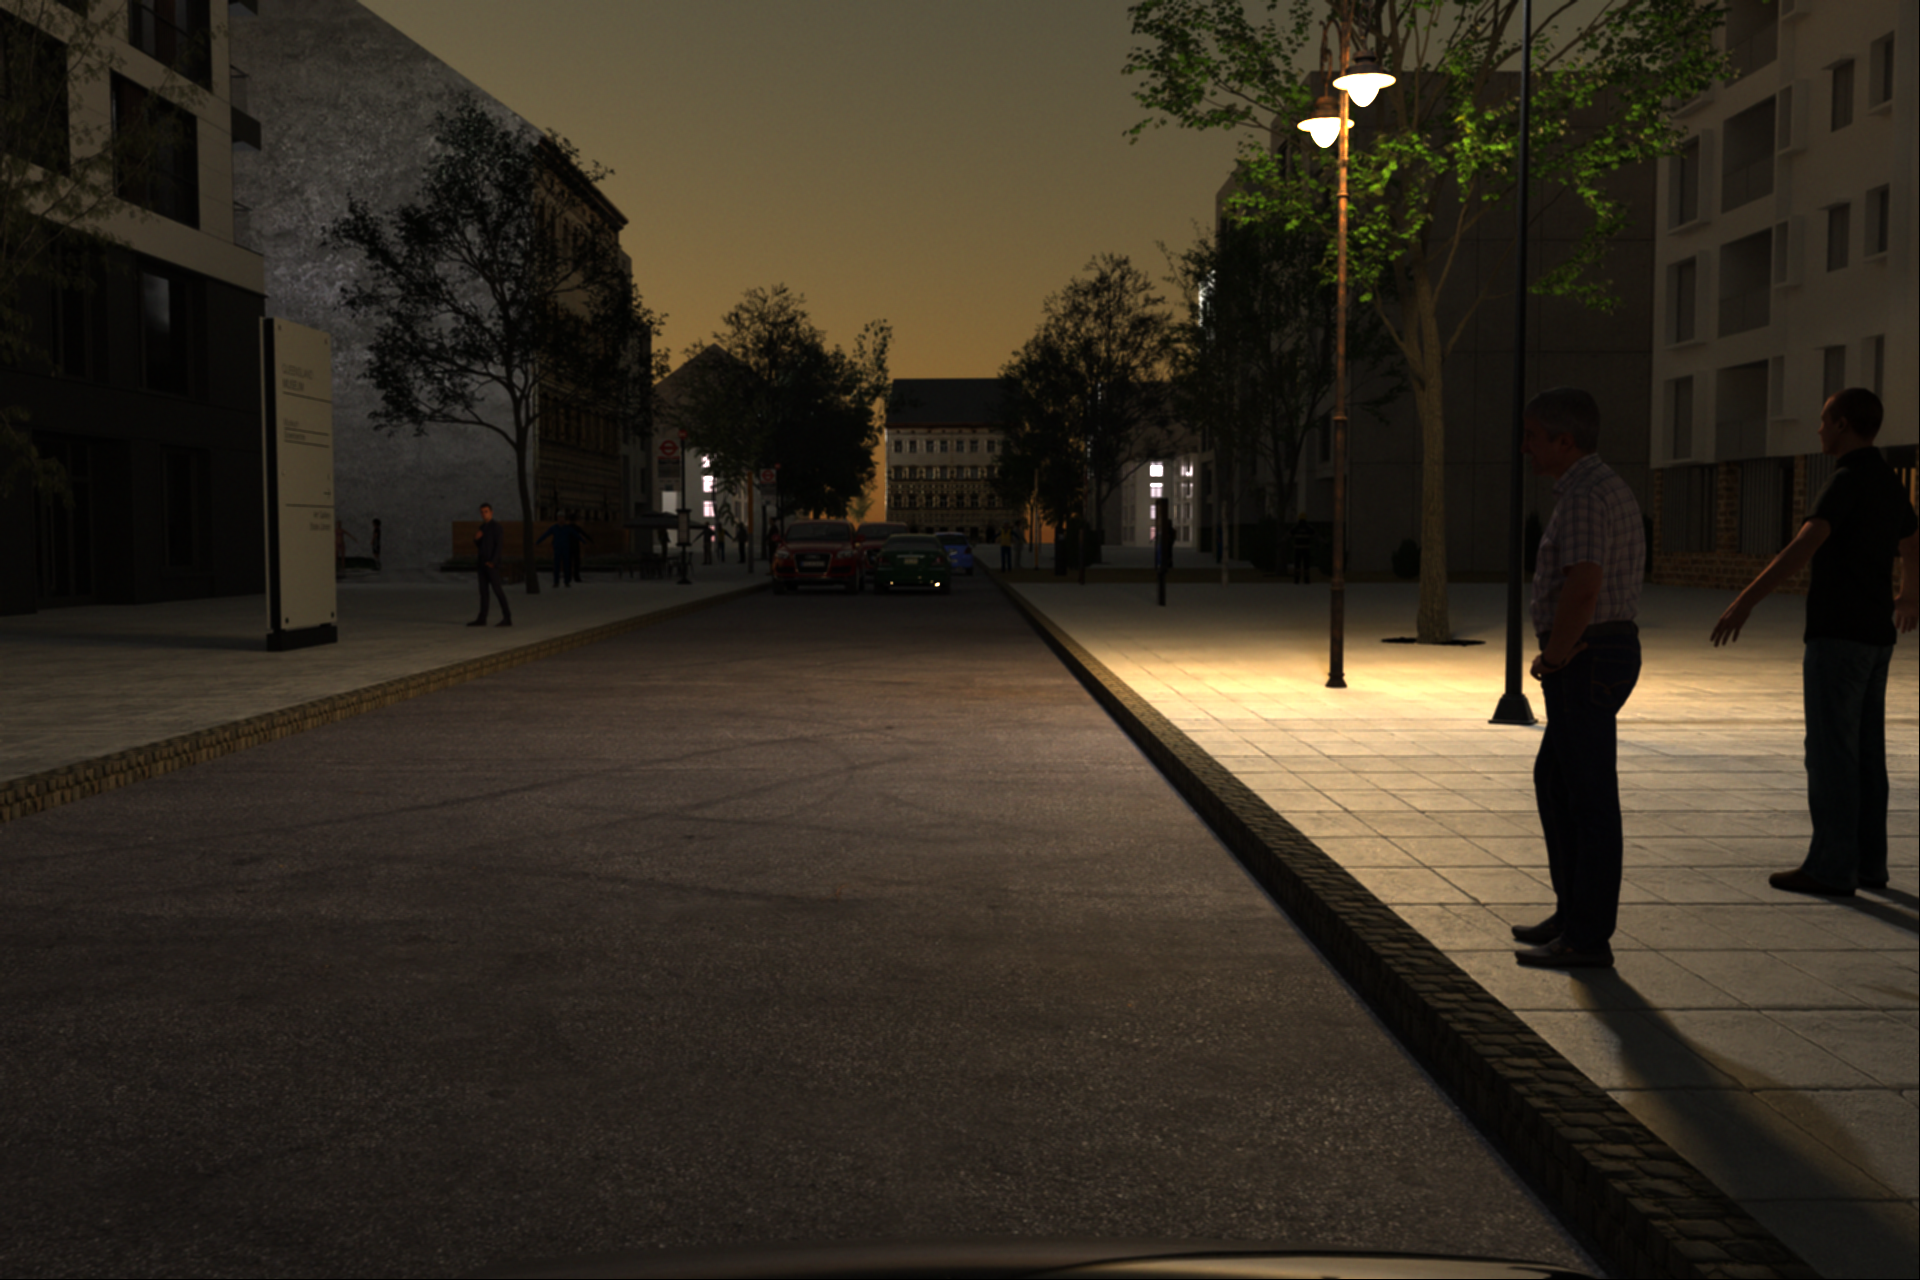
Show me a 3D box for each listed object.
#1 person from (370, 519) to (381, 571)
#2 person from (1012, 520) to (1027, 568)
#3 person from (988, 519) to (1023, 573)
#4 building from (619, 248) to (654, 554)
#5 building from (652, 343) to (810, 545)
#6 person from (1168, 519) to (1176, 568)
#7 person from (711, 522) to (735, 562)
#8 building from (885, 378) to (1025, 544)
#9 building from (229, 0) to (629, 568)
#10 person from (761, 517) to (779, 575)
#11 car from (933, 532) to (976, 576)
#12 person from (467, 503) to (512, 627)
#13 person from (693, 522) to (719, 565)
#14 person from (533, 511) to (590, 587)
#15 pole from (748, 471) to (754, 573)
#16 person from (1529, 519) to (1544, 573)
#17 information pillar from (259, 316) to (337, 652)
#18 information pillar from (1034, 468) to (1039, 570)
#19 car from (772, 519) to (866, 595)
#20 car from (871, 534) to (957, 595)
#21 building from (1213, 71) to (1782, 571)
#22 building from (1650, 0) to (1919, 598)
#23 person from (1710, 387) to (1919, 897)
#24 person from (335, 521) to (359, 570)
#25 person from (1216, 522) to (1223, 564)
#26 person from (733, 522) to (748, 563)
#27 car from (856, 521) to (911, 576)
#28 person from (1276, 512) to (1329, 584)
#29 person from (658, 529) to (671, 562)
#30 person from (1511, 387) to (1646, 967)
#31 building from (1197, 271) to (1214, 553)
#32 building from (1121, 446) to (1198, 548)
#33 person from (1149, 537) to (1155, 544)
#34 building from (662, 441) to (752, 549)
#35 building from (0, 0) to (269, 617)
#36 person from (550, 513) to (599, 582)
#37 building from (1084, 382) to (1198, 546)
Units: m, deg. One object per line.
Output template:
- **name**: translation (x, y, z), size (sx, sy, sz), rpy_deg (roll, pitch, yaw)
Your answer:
- **person**: translation (-20.538, -3.347, 60.872), size (0.704, 1.843, 1.345), rpy_deg (-1, 4, -14)
- **person**: translation (2.215, -3.629, 65.517), size (0.705, 1.806, 1.347), rpy_deg (1, 4, 22)
- **person**: translation (1.505, -3.109, 57.294), size (1.216, 1.772, 0.721), rpy_deg (1, 4, 22)
- **building**: translation (-29.300, -14.463, 102.928), size (16.747, 18.905, 31.486), rpy_deg (0, 4, -1)
- **building**: translation (-28.227, -23.098, 208.579), size (19.493, 23.208, 18.063), rpy_deg (0, 4, 0)
- **person**: translation (7.903, -3.666, 65.714), size (0.705, 1.856, 1.354), rpy_deg (2, 4, 28)
- **person**: translation (-10.895, -4.451, 78.737), size (1.349, 1.833, 0.705), rpy_deg (-1, 4, -14)
- **building**: translation (-0.322, -25.043, 242.838), size (18.063, 23.208, 19.493), rpy_deg (0, 4, 5)
- **building**: translation (-25.552, -14.896, 74.473), size (19.493, 23.208, 18.063), rpy_deg (0, 4, -1)
- **person**: translation (-5.853, -2.920, 53.874), size (0.704, 1.812, 1.346), rpy_deg (-2, 4, -26)
- **car**: translation (-0.396, -3.143, 60.973), size (1.945, 1.707, 3.694), rpy_deg (0, 4, -1)
- **person**: translation (-6.541, -1.044, 24.037), size (0.530, 1.710, 0.541), rpy_deg (-3, 4, -37)
- **person**: translation (-10.545, -4.032, 72.202), size (1.348, 1.796, 0.705), rpy_deg (2, 4, 31)
- **person**: translation (-9.641, -2.202, 41.886), size (1.347, 1.842, 0.705), rpy_deg (-1, 4, -11)
- **pole**: translation (-6.827, -3.832, 56.490), size (0.158, 3.312, 0.155), rpy_deg (0, 3, 0)
- **person**: translation (19.140, -3.162, 57.556), size (1.347, 1.847, 0.705), rpy_deg (-1, 4, -16)
- **information pillar**: translation (-7.462, -1.729, 19.580), size (0.184, 3.620, 1.656), rpy_deg (0, 4, 0)
- **information pillar**: translation (2.731, -4.317, 61.931), size (0.183, 3.616, 0.504), rpy_deg (0, 4, -1)
- **car**: translation (-3.427, -2.079, 42.662), size (2.281, 1.827, 5.304), rpy_deg (0, 4, 0)
- **car**: translation (-1.131, -1.868, 42.338), size (2.131, 1.459, 4.920), rpy_deg (0, 3, 0)
- **building**: translation (21.716, -12.754, 74.981), size (16.747, 18.905, 31.486), rpy_deg (0, 4, 0)
- **building**: translation (22.443, -11.309, 41.322), size (16.016, 20.090, 11.380), rpy_deg (0, 4, -1)
- **person**: translation (3.175, -0.002, 6.250), size (1.348, 1.803, 0.705), rpy_deg (-3, 4, -37)
- **person**: translation (-20.794, -3.135, 58.067), size (1.217, 1.733, 0.721), rpy_deg (-2, 4, -24)
- **person**: translation (11.121, -4.151, 73.992), size (0.704, 1.817, 1.347), rpy_deg (1, 4, 17)
- **person**: translation (-9.654, -4.300, 76.436), size (0.705, 1.813, 1.348), rpy_deg (-2, 4, -33)
- **car**: translation (-2.326, -2.680, 52.488), size (2.281, 1.827, 5.304), rpy_deg (0, 4, -1)
- **person**: translation (8.839, -2.382, 44.711), size (1.351, 1.858, 0.704), rpy_deg (1, 4, 15)
- **person**: translation (-12.899, -4.279, 75.731), size (0.705, 1.858, 1.354), rpy_deg (0, 4, 2)
- **person**: translation (1.791, 0.112, 5.145), size (0.436, 1.711, 0.756), rpy_deg (3, 4, 37)
- **building**: translation (25.378, -14.696, 106.731), size (16.747, 18.905, 31.486), rpy_deg (0, 4, -1)
- **building**: translation (22.596, -14.467, 178.674), size (9.099, 9.664, 28.070), rpy_deg (0, 4, -1)
- **person**: translation (9.501, -4.500, 82.844), size (0.991, 1.433, 0.599), rpy_deg (2, 4, 24)
- **building**: translation (-24.813, -13.925, 169.824), size (9.099, 9.664, 28.070), rpy_deg (0, 4, 0)
- **building**: translation (-28.756, -10.803, 20.604), size (27.936, 21.610, 32.646), rpy_deg (0, 4, 0)
- **person**: translation (-10.309, -2.461, 46.166), size (1.347, 1.837, 0.705), rpy_deg (1, 4, 9)
- **building**: translation (24.548, -20.979, 209.471), size (16.747, 18.905, 31.486), rpy_deg (0, 4, 0)
